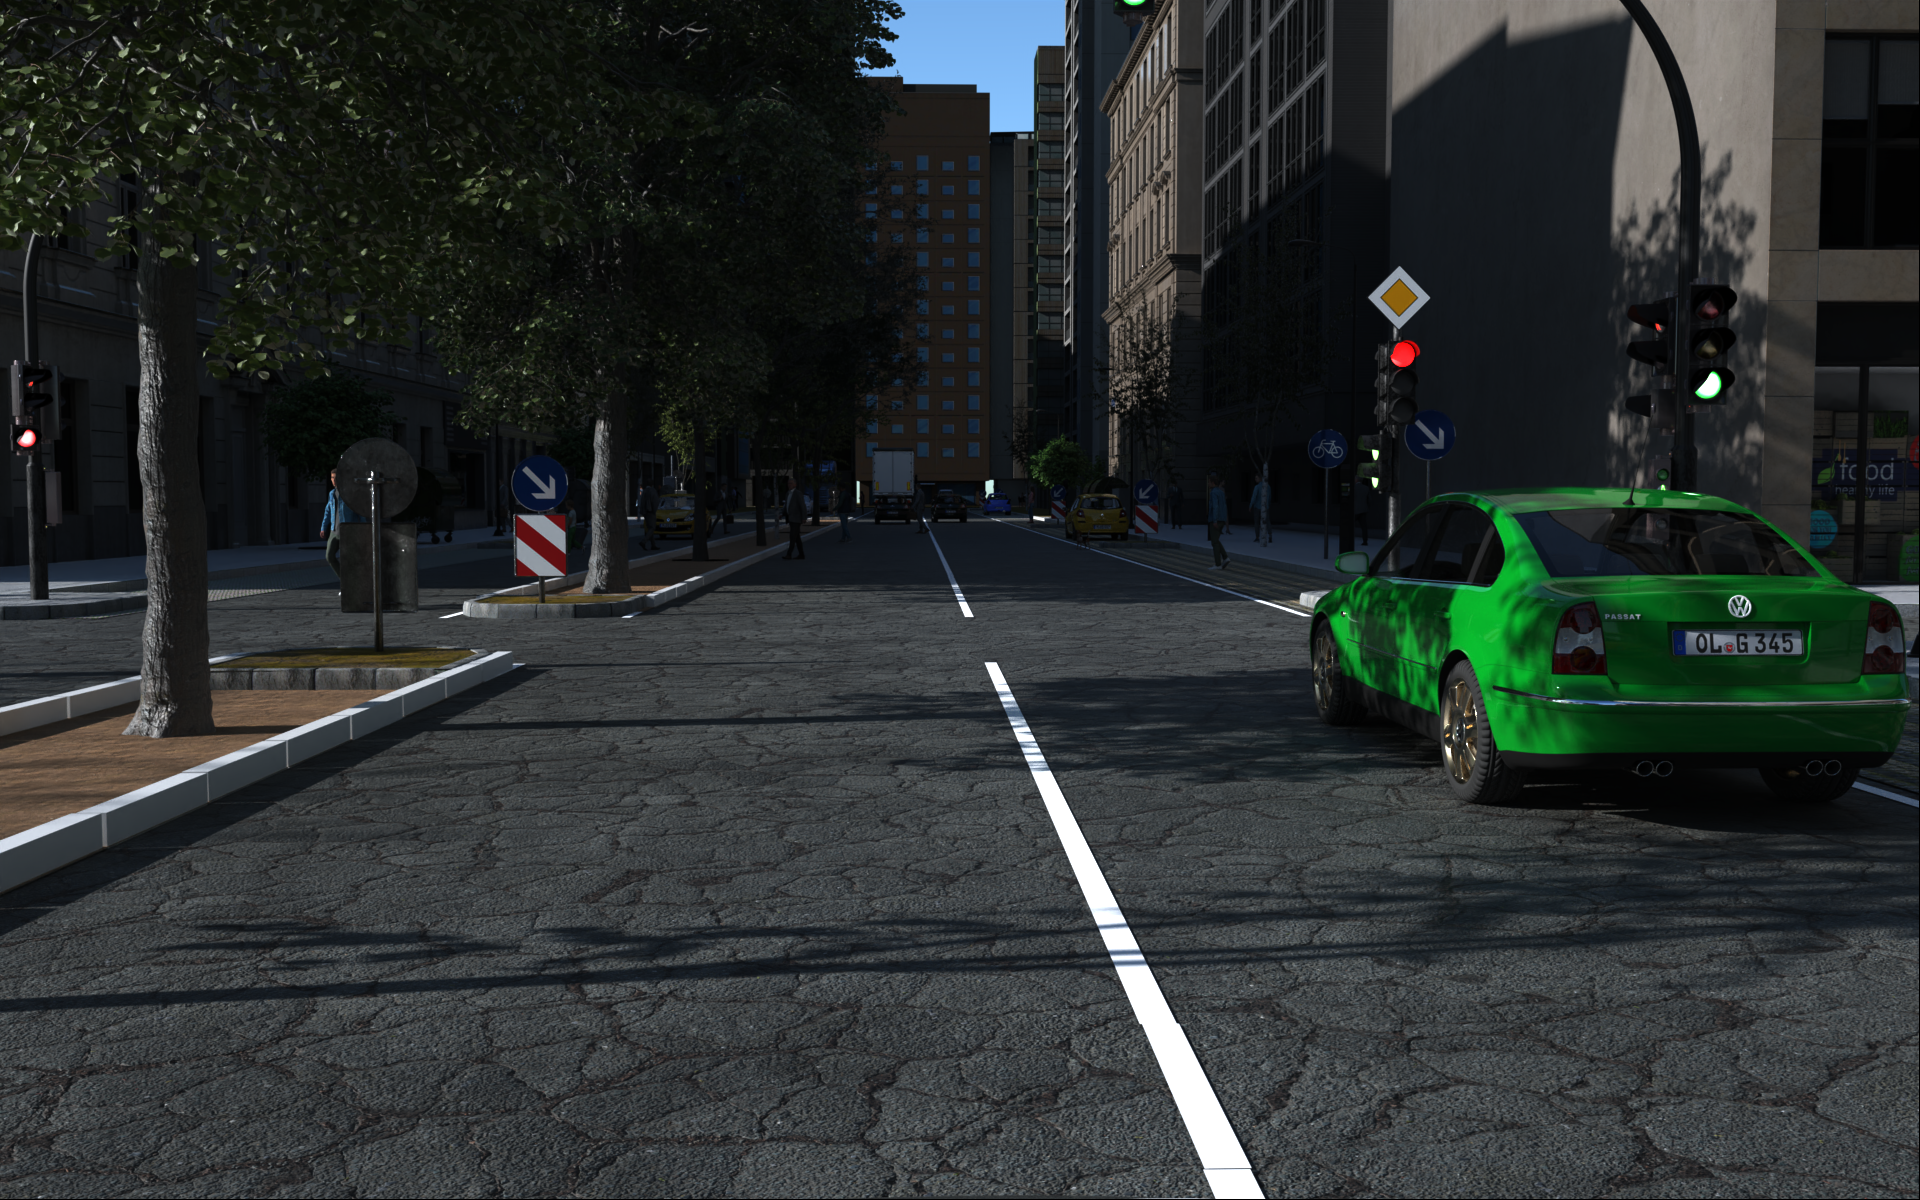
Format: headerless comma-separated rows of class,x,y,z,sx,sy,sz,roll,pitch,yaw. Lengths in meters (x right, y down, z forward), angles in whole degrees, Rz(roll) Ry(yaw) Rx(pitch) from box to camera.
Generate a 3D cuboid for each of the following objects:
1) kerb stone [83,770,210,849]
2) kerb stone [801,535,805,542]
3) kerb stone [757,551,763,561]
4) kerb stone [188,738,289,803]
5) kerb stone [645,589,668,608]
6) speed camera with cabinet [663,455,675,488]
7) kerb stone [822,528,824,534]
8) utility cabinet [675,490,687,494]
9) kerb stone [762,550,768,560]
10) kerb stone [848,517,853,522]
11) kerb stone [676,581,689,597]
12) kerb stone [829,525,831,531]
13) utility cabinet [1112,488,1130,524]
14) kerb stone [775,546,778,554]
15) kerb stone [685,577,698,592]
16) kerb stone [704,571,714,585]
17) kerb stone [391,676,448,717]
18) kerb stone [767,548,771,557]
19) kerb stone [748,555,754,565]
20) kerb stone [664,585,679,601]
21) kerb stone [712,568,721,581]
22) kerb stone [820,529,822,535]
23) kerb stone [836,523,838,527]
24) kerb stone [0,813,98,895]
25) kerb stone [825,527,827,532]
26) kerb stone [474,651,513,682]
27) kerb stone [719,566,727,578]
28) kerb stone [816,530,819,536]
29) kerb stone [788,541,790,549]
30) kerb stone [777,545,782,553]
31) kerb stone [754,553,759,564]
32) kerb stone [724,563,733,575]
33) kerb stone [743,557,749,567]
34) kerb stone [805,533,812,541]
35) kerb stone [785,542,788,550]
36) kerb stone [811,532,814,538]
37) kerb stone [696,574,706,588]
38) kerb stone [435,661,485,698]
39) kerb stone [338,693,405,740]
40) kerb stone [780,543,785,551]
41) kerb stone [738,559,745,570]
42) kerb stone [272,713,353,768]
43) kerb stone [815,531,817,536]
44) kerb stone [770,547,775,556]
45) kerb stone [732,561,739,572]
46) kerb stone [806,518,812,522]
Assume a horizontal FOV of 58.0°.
kerb stone,-3.515,0.902,7.484,0.120,0.150,1.000,0,4,-2
kerb stone,-4.717,-1.761,51.009,0.120,0.150,1.000,0,4,-2
kerb stone,-4.325,-0.883,36.678,0.120,0.150,1.000,0,4,-2
kerb stone,-3.550,0.838,8.507,0.120,0.150,1.000,0,4,-2
kerb stone,-3.928,-0.009,22.336,0.120,0.150,1.000,0,4,-2
speed camera with cabinet,-15.051,-5.819,89.470,0.660,3.252,2.038,-1,4,-9
kerb stone,-5.000,-2.389,61.254,0.120,0.150,1.000,0,4,-2
utility cabinet,-15.430,-5.276,94.934,0.318,1.500,1.173,2,4,27
kerb stone,-4.348,-0.949,37.707,0.120,0.150,1.000,0,4,-2
kerb stone,-5.933,-4.453,95.060,0.120,0.150,1.000,0,4,-2
kerb stone,-3.980,-0.130,24.388,0.120,0.150,1.000,0,4,-2
kerb stone,-5.138,-2.702,66.372,0.120,0.150,1.000,0,4,-2
utility cabinet,6.144,-3.515,66.157,0.318,1.500,1.173,2,4,26
kerb stone,-4.437,-1.136,40.778,0.120,0.150,1.000,0,4,-2
kerb stone,-4.007,-0.197,25.410,0.120,0.150,1.000,0,4,-2
kerb stone,-4.064,-0.322,27.456,0.120,0.150,1.000,0,4,-2
kerb stone,-3.632,0.651,11.572,0.120,0.150,1.000,0,4,-2
kerb stone,-4.379,-1.011,38.729,0.120,0.150,1.000,0,4,-2
kerb stone,-4.275,-0.758,34.627,0.120,0.150,1.000,0,4,-2
kerb stone,-3.957,-0.072,23.366,0.120,0.150,1.000,0,4,-2
kerb stone,-4.093,-0.384,28.478,0.120,0.150,1.000,0,4,-2
kerb stone,-4.973,-2.326,60.232,0.120,0.150,1.000,0,4,-2
kerb stone,-5.310,-3.075,72.513,0.120,0.150,1.000,0,4,-2
kerb stone,-3.495,0.962,6.462,0.120,0.150,1.000,0,4,-2
kerb stone,-5.055,-2.514,63.298,0.120,0.150,1.000,0,4,-2
kerb stone,-3.693,0.525,13.619,0.120,0.150,1.000,0,4,-2
kerb stone,-4.128,-0.440,29.508,0.120,0.150,1.000,0,4,-2
kerb stone,-4.912,-2.199,58.183,0.120,0.150,1.000,0,4,-2
kerb stone,-4.547,-1.387,44.871,0.120,0.150,1.000,0,4,-2
kerb stone,-4.459,-1.199,41.800,0.120,0.150,1.000,0,4,-2
kerb stone,-4.296,-0.823,35.656,0.120,0.150,1.000,0,4,-2
kerb stone,-4.155,-0.508,30.529,0.120,0.150,1.000,0,4,-2
kerb stone,-4.243,-0.695,33.605,0.120,0.150,1.000,0,4,-2
kerb stone,-4.800,-1.949,54.091,0.120,0.150,1.000,0,4,-2
kerb stone,-4.519,-1.324,43.849,0.120,0.150,1.000,0,4,-2
kerb stone,-4.831,-2.011,55.114,0.120,0.150,1.000,0,4,-2
kerb stone,-4.040,-0.259,26.432,0.120,0.150,1.000,0,4,-2
kerb stone,-3.662,0.587,12.595,0.120,0.150,1.000,0,4,-2
kerb stone,-3.602,0.712,10.550,0.120,0.150,1.000,0,4,-2
kerb stone,-4.487,-1.262,42.822,0.120,0.150,1.000,0,4,-2
kerb stone,-4.210,-0.633,32.583,0.120,0.150,1.000,0,4,-2
kerb stone,-3.577,0.775,9.529,0.120,0.150,1.000,0,4,-2
kerb stone,-4.893,-2.139,57.160,0.120,0.150,1.000,0,4,-2
kerb stone,-4.408,-1.074,39.756,0.120,0.150,1.000,0,4,-2
kerb stone,-4.185,-0.572,31.554,0.120,0.150,1.000,0,4,-2
kerb stone,-7.949,-4.271,92.019,0.120,0.150,1.000,0,4,-2
